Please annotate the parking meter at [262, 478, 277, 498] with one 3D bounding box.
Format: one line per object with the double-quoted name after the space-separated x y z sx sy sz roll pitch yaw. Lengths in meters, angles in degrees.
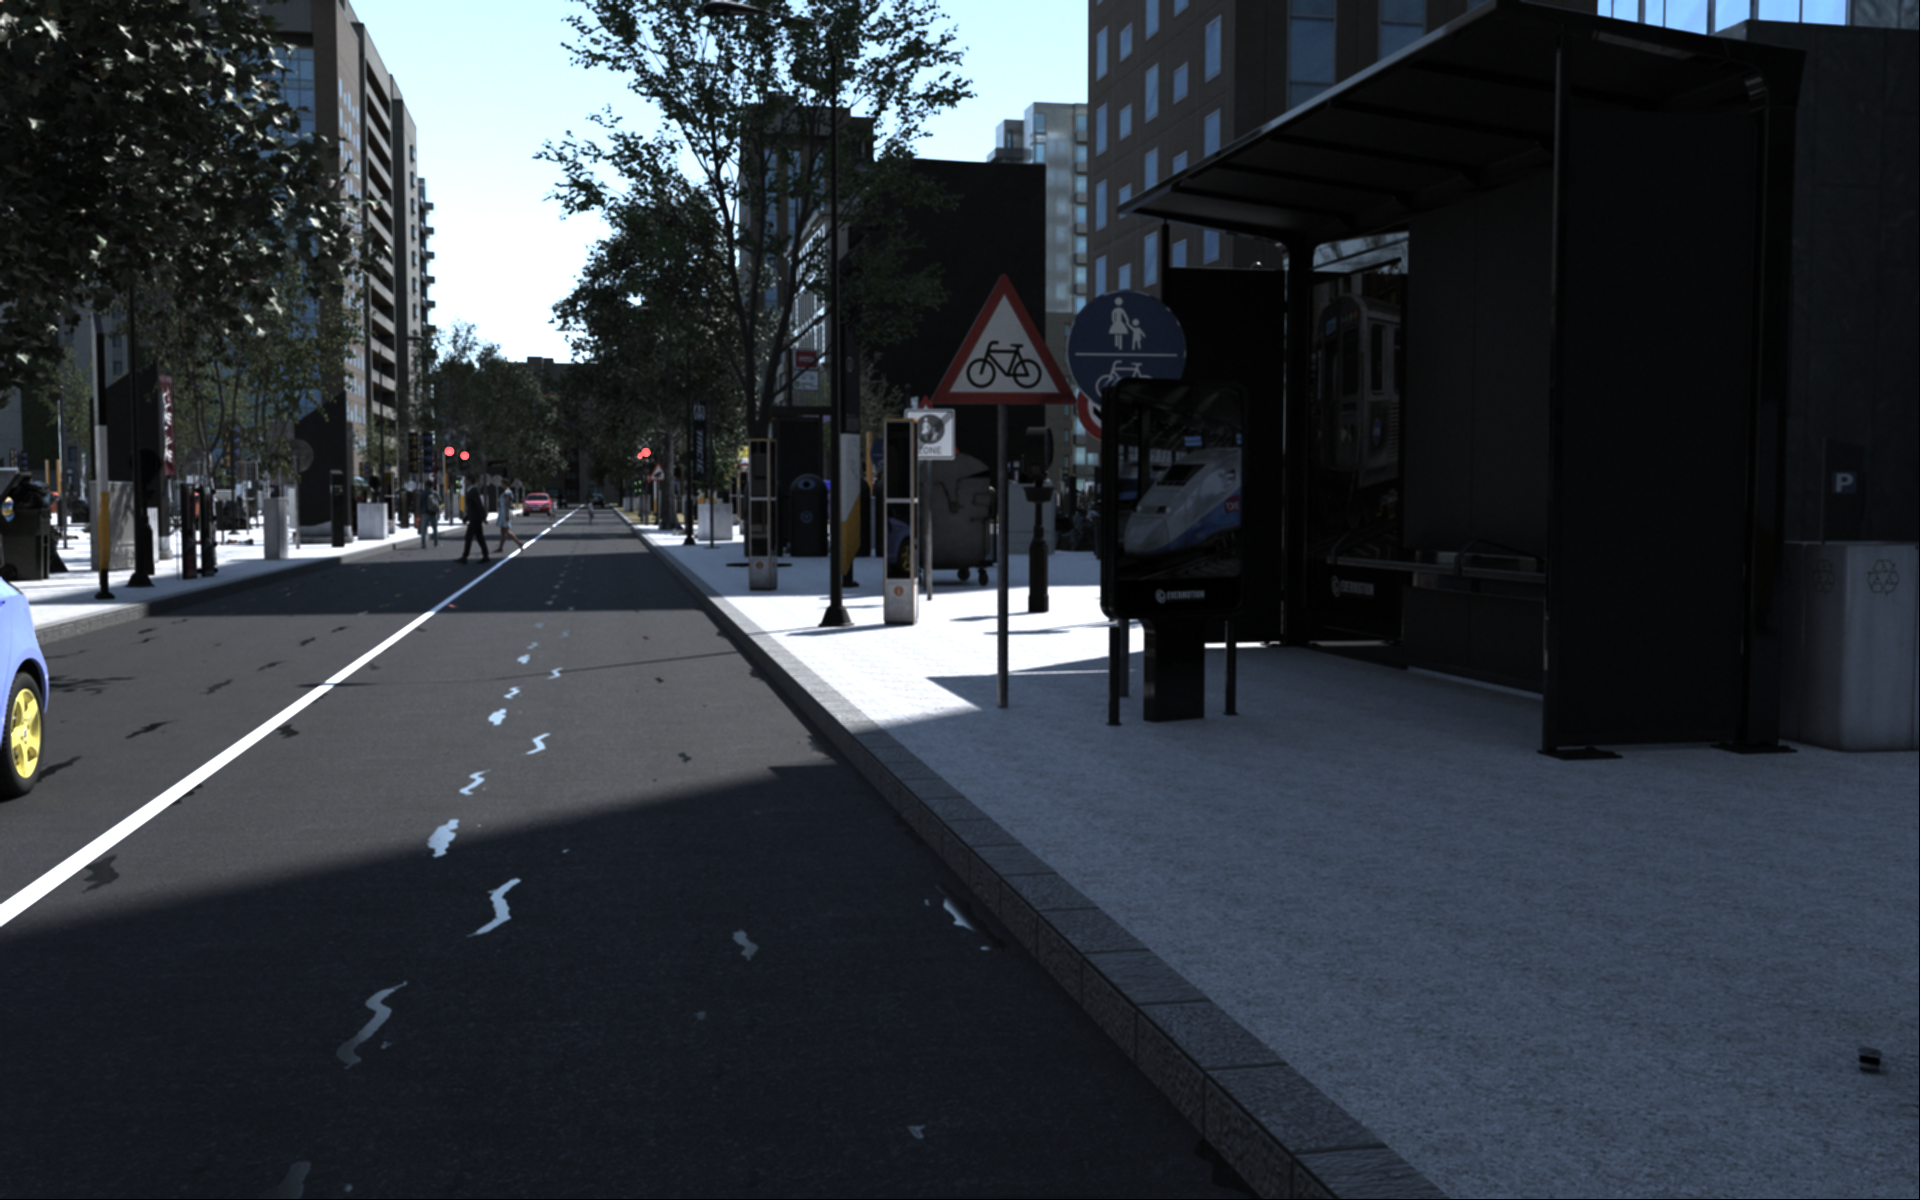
-23.163 -3.206 58.128 0.255 1.863 0.399 3 5 42 "parking meter"

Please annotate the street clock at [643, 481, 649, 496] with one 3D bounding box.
-17.241 -5.544 95.212 0.358 2.002 0.471 0 4 -2 "street clock"

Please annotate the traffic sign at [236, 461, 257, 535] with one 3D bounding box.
-22.149 -3.161 53.807 0.606 2.300 0.079 0 4 -5 "traffic sign"

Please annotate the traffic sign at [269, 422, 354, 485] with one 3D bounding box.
-18.229 -3.355 48.721 2.265 3.308 0.079 0 4 -7 "traffic sign"

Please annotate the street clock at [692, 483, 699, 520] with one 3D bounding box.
-12.866 -4.887 84.471 0.358 2.002 0.471 1 4 20 "street clock"

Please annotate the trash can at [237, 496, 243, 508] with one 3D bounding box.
-52.913 -7.090 127.581 0.748 1.137 0.748 0 3 0 "trash can"

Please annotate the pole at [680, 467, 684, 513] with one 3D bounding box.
-19.137 -7.674 119.312 0.158 3.312 0.155 0 3 0 "pole"

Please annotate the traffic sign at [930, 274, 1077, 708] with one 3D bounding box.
0.256 -0.631 10.328 0.884 2.594 0.081 -1 4 -10 "traffic sign"

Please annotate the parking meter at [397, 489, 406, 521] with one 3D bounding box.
-26.315 -4.478 81.632 0.372 1.533 0.369 0 3 0 "parking meter"

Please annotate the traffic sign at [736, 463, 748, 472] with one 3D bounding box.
-8.754 -4.309 70.556 0.768 2.556 0.104 0 4 -4 "traffic sign"

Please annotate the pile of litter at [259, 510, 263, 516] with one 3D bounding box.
-40.172 -5.338 101.240 1.719 0.858 1.176 -1 4 -12 "pile of litter"

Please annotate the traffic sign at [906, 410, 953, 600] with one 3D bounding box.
-0.368 -1.145 20.848 0.606 2.300 0.079 -1 4 -9 "traffic sign"

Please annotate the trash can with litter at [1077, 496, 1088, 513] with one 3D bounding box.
7.750 -6.097 110.750 1.678 1.210 2.233 2 4 30 "trash can with litter"

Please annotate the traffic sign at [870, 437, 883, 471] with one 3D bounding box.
-1.616 -2.351 38.551 0.768 2.556 0.104 0 4 -3 "traffic sign"

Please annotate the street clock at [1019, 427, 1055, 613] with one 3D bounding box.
0.854 -0.869 18.778 0.358 2.002 0.471 1 4 15 "street clock"

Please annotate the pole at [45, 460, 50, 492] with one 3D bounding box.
-54.141 -6.665 102.819 0.158 3.312 0.155 0 3 0 "pole"

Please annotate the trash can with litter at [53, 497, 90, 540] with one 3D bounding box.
-25.468 -2.306 48.762 1.678 1.210 2.233 -1 4 -18 "trash can with litter"

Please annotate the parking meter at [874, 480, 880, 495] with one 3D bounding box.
-3.392 -4.058 72.061 0.255 1.863 0.399 1 4 13 "parking meter"

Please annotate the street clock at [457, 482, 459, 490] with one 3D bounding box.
-30.142 -6.088 104.107 0.358 2.002 0.471 -2 4 -31 "street clock"

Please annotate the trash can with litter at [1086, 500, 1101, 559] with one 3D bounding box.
2.967 -1.392 34.141 0.624 1.170 1.055 2 4 29 "trash can with litter"

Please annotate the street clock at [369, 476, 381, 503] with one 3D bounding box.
-23.140 -3.918 68.631 0.471 2.002 0.358 1 4 22 "street clock"

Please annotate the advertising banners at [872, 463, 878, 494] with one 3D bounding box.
-4.993 -5.559 87.072 2.074 3.025 0.090 -2 4 -23 "advertising banners"

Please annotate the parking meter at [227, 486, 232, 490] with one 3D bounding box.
-49.808 -6.884 118.269 0.399 1.863 0.255 0 4 7 "parking meter"

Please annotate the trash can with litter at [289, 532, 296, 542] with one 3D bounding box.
-17.373 -2.132 46.250 1.055 1.170 0.624 0 4 -5 "trash can with litter"

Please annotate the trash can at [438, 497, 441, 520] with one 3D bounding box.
-24.444 -4.197 80.272 0.748 1.137 0.748 0 3 0 "trash can"

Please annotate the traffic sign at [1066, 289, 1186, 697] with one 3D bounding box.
1.031 -0.660 10.901 0.768 2.556 0.104 0 4 -8 "traffic sign"

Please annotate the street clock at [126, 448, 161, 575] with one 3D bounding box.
-12.881 -1.394 27.370 0.471 2.002 0.358 -3 5 -41 "street clock"

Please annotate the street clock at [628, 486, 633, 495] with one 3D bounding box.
-27.692 -8.629 145.650 0.471 2.002 0.358 3 5 45 "street clock"

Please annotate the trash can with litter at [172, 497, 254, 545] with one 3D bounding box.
-18.719 -2.021 44.106 2.233 1.210 1.678 1 4 11 "trash can with litter"

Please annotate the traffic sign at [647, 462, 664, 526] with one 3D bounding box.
-12.090 -4.251 69.503 0.884 2.594 0.081 0 4 -4 "traffic sign"

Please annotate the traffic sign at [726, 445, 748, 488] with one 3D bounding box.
-8.827 -4.777 71.974 2.265 3.308 0.079 -1 4 -10 "traffic sign"

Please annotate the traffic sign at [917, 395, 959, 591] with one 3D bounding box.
-0.454 -1.400 22.891 0.884 2.594 0.081 0 4 -6 "traffic sign"

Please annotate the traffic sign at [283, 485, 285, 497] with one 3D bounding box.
-22.026 -3.320 56.407 0.606 2.300 0.079 0 4 -3 "traffic sign"

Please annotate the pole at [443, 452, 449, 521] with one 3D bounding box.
-24.766 -5.479 83.424 0.158 3.312 0.155 0 3 0 "pole"

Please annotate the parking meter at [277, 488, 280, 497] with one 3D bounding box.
-29.688 -4.091 75.293 0.372 1.533 0.369 0 3 0 "parking meter"

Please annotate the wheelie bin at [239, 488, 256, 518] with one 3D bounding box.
-38.811 -5.294 94.467 0.980 1.594 0.693 -1 4 -23 "wheelie bin"

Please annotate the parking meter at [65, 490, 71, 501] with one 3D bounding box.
-53.975 -5.897 104.834 0.372 1.533 0.369 0 3 0 "parking meter"

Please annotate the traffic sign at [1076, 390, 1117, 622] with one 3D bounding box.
1.536 -1.054 17.341 0.768 2.556 0.104 0 4 -4 "traffic sign"

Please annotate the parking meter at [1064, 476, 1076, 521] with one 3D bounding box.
3.574 -3.082 56.109 0.255 1.863 0.399 -2 4 -26 "parking meter"

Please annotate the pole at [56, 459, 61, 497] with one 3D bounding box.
-53.100 -6.619 102.070 0.158 3.312 0.155 0 3 0 "pole"

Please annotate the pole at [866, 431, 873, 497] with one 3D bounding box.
-2.958 -3.833 56.515 0.158 3.312 0.155 0 3 0 "pole"

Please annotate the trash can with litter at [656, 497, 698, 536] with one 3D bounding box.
-8.359 -2.608 53.701 1.678 1.210 2.233 -2 4 -31 "trash can with litter"

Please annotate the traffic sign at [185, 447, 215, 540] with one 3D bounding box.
-20.660 -2.874 47.094 0.768 2.556 0.104 0 4 -5 "traffic sign"

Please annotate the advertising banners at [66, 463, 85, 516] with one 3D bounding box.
-50.463 -6.275 98.791 2.074 3.025 0.090 2 4 29 "advertising banners"

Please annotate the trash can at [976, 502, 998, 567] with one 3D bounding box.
0.360 -1.171 30.800 0.748 1.137 0.748 0 3 0 "trash can"

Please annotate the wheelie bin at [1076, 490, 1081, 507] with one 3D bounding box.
8.357 -7.233 126.171 0.980 1.594 0.693 1 4 19 "wheelie bin"

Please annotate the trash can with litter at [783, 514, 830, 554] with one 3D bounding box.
-3.401 -1.645 37.947 1.678 1.210 2.233 2 4 34 "trash can with litter"

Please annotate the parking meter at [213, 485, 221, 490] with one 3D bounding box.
-46.658 -6.305 108.802 0.255 1.863 0.399 3 4 36 "parking meter"

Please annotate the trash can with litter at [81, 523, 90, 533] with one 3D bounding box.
-28.617 -2.823 57.542 0.624 1.170 1.055 1 4 21 "trash can with litter"

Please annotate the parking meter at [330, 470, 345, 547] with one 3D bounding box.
-15.069 -2.214 41.912 0.255 1.863 0.399 -2 4 -28 "parking meter"

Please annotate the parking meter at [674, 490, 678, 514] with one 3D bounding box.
-18.532 -6.385 112.803 0.372 1.533 0.369 0 3 0 "parking meter"

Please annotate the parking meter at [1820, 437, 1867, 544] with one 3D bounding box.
9.121 -0.746 17.901 0.399 1.863 0.255 1 4 20 "parking meter"

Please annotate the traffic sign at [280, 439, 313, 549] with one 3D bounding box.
-15.409 -2.455 40.239 0.768 2.556 0.104 0 4 -5 "traffic sign"

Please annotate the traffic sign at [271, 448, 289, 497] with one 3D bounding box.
-18.652 -2.904 47.585 0.768 2.556 0.104 0 4 -5 "traffic sign"

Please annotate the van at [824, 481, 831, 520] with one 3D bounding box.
-6.277 -4.426 76.753 5.245 2.365 2.240 -1 4 -13 "van"

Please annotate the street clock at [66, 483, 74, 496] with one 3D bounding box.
-57.291 -6.542 111.529 0.471 2.002 0.358 2 4 26 "street clock"

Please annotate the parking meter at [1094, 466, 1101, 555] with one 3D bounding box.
3.024 -1.867 36.236 0.399 1.863 0.255 3 5 42 "parking meter"

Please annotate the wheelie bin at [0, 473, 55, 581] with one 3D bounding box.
-13.937 -1.097 25.848 0.693 1.594 0.980 -1 4 -13 "wheelie bin"
